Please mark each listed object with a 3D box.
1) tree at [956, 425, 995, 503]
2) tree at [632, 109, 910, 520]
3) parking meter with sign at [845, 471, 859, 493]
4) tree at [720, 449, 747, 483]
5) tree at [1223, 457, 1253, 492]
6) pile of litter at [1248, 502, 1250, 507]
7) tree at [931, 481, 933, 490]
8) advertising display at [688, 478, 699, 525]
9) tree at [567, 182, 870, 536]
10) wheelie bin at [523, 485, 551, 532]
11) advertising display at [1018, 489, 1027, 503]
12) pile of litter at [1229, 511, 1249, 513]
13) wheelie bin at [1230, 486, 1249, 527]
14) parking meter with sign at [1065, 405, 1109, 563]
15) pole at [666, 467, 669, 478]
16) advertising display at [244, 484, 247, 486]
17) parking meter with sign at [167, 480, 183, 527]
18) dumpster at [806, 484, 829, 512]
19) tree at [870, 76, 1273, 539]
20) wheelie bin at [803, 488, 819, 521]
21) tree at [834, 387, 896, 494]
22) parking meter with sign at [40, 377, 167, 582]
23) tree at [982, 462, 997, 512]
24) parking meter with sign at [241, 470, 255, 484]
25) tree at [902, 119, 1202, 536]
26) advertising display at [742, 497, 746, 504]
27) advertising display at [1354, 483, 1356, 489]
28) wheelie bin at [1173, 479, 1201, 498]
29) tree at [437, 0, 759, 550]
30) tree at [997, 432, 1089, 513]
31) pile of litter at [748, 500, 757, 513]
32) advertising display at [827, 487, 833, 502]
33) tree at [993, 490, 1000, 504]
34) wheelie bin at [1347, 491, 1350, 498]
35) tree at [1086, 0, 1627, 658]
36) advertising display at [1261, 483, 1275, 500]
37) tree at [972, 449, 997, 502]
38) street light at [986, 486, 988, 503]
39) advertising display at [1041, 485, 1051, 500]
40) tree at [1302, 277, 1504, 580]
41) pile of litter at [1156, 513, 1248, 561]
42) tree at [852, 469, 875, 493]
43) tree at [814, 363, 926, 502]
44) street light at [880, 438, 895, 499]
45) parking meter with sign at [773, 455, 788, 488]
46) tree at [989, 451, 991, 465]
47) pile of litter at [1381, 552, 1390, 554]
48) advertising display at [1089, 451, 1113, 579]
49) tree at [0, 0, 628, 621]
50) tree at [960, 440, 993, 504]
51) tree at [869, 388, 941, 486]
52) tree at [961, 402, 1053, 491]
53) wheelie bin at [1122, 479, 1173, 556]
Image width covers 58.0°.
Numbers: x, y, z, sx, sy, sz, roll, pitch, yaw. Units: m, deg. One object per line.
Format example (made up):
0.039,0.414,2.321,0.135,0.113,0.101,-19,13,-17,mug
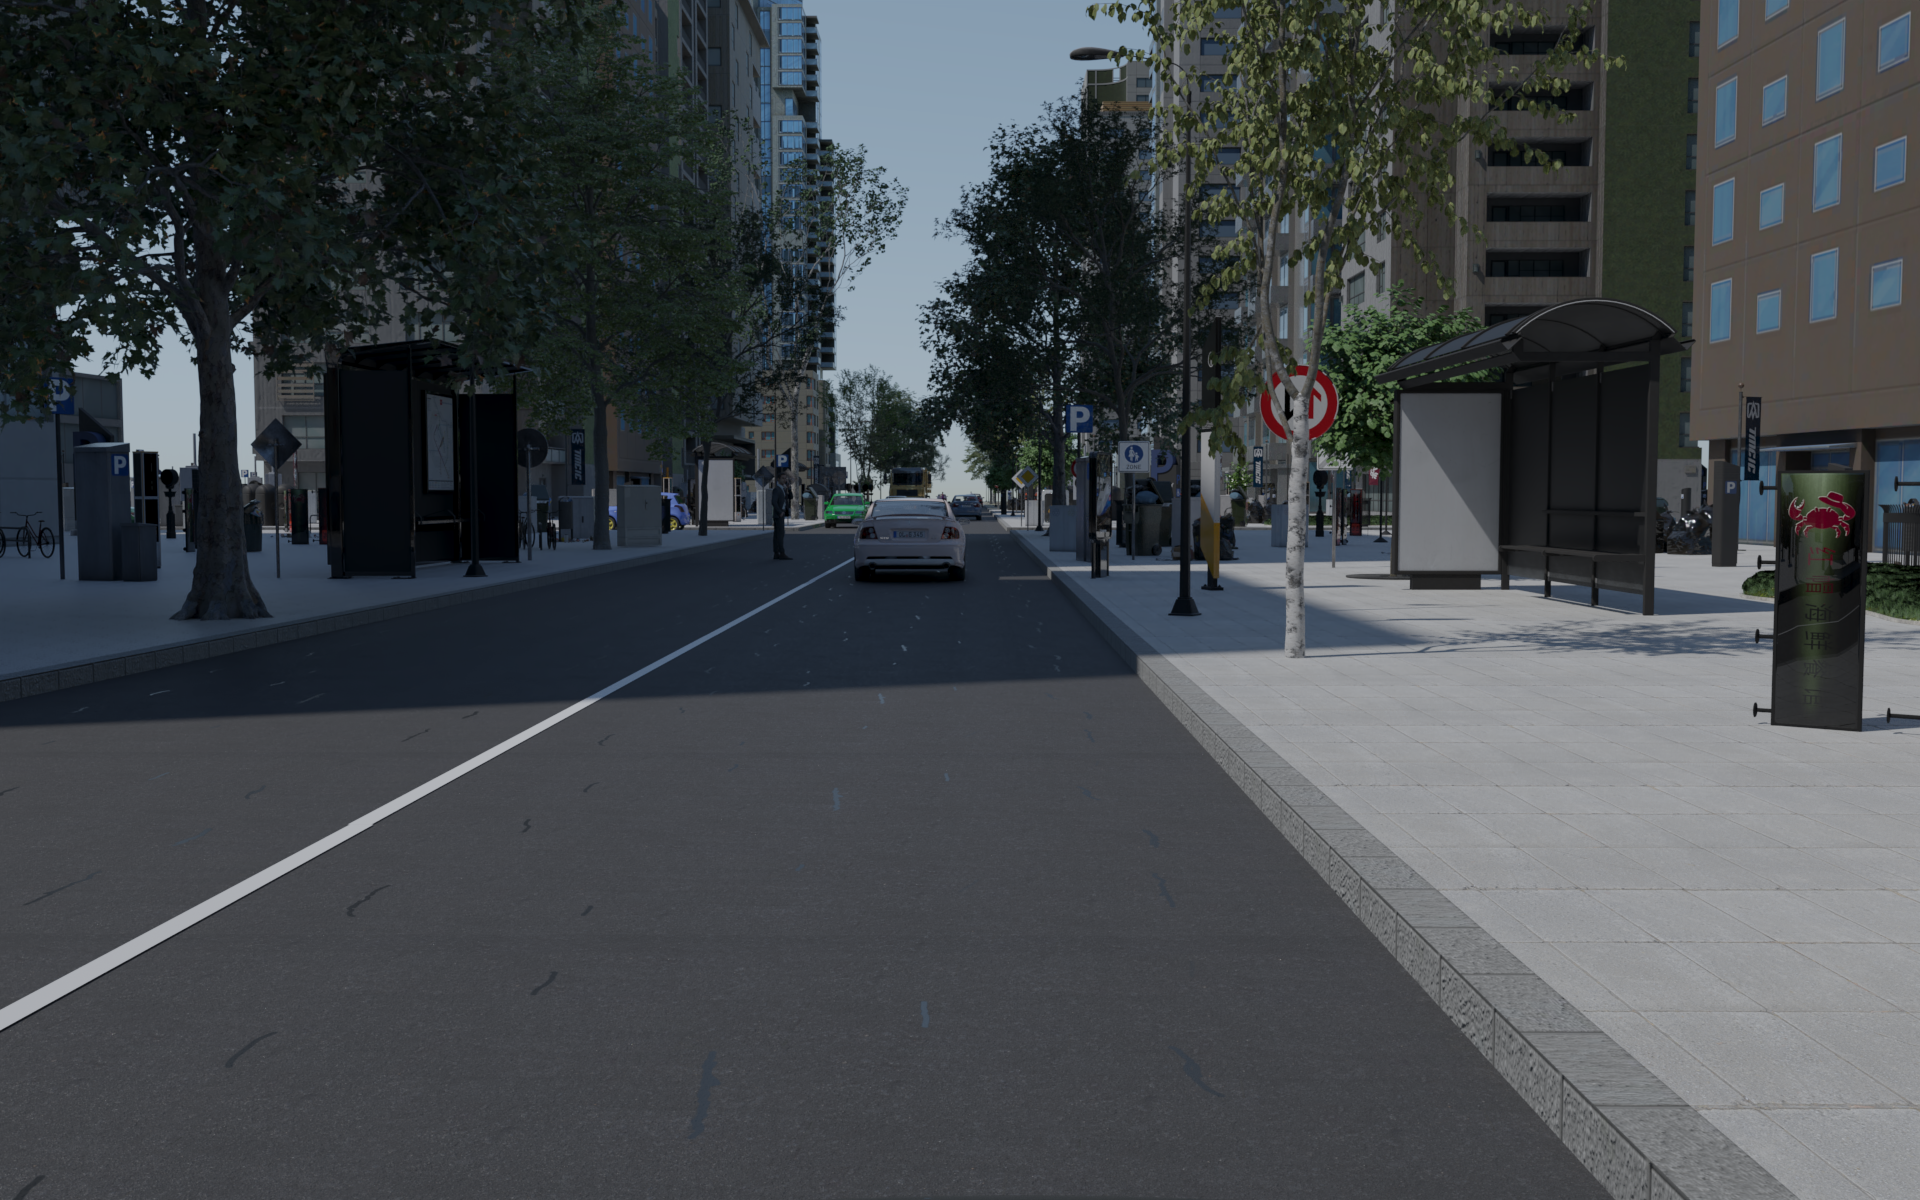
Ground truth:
4.626,-23.750,244.199,12.611,20.169,13.585,0,3,0,tree
-9.655,-14.131,86.923,12.611,20.169,13.585,0,3,0,tree
-8.118,-8.364,133.015,1.738,3.016,0.543,2,4,32,parking meter with sign
-17.142,-8.666,125.396,4.285,4.588,4.351,0,3,0,tree
14.095,-5.694,87.703,1.663,3.219,1.824,0,3,0,tree
17.891,-5.765,108.229,1.719,0.858,1.176,1,4,18,pile of litter
-6.194,-18.992,294.233,4.285,4.588,4.351,0,3,0,tree
-10.970,-4.054,71.494,0.123,1.923,0.974,1,4,17,advertising display
-7.842,-7.226,52.557,8.767,10.594,7.601,-1,4,-14,tree
-14.190,-3.060,57.938,0.980,1.594,0.693,-3,5,-39,wheelie bin
4.961,-8.053,136.878,0.974,1.923,0.123,-3,4,-38,advertising display
5.980,-1.627,40.563,1.176,0.858,1.719,1,4,20,pile of litter
10.876,-3.645,67.496,0.693,1.594,0.980,1,4,18,wheelie bin
2.477,-2.253,33.101,0.543,3.016,1.738,-1,4,-11,parking meter with sign
-22.361,-8.472,132.353,0.158,3.312,0.155,0,3,0,pole
-44.105,-6.181,106.281,0.974,1.923,0.123,2,4,26,advertising display
-31.163,-4.368,67.685,1.738,3.016,0.543,0,4,-3,parking meter with sign
-7.982,-5.562,96.692,1.264,1.857,1.865,0,4,0,dumpster
3.608,-6.396,38.984,7.601,10.594,8.767,2,4,30,tree
-7.252,-4.660,84.102,0.693,1.594,0.980,1,4,8,wheelie bin
-6.701,-10.232,117.655,4.360,8.622,3.978,0,3,0,tree
-12.705,-1.798,25.653,1.738,3.016,0.543,1,4,20,parking meter with sign
4.290,-8.318,119.707,4.285,4.588,4.351,0,3,0,tree
-56.086,-8.594,136.764,0.543,3.016,1.738,-3,5,-45,parking meter with sign
2.920,-8.287,52.498,9.611,12.733,9.660,0,3,0,tree
-17.803,-8.380,142.227,0.123,1.923,0.974,-3,5,-43,advertising display
23.086,-5.824,100.437,0.974,1.923,0.123,-2,4,-34,advertising display
5.158,-1.802,37.370,0.693,1.594,0.980,-3,5,-42,wheelie bin
-8.697,-7.442,39.801,7.486,12.596,7.792,0,3,0,tree
3.986,-5.606,75.364,4.285,4.588,4.351,0,3,0,tree
-13.980,-6.385,118.358,1.719,0.858,1.176,0,4,3,pile of litter
-8.376,-6.490,111.324,0.123,1.923,0.974,-1,4,-23,advertising display
4.820,-14.633,233.842,1.663,3.219,1.824,0,3,0,tree
24.451,-6.093,107.535,0.693,1.594,0.980,3,5,40,wheelie bin
2.802,-3.861,13.498,4.737,8.622,4.395,0,3,0,tree
17.912,-5.847,100.817,0.974,1.923,0.123,-2,4,-30,advertising display
5.687,-21.614,279.141,9.928,11.665,9.643,0,3,0,tree
2.847,-10.418,142.880,1.470,5.913,1.316,0,4,0,street light
4.513,-5.298,91.834,0.123,1.923,0.974,-2,4,-31,advertising display
6.579,-2.608,26.350,4.285,4.588,4.351,0,3,0,tree
4.604,-1.204,33.649,1.719,0.858,1.176,0,4,2,pile of litter
-7.421,-8.284,130.040,1.663,3.219,1.824,0,3,0,tree
-7.539,-13.036,138.898,9.928,11.665,9.643,0,3,0,tree
-6.080,-10.522,144.581,1.470,5.913,1.316,0,4,0,street light
-8.079,-4.960,77.361,0.543,3.016,1.738,-1,4,-16,parking meter with sign
4.936,-15.194,198.783,4.360,8.622,3.978,0,3,0,tree
9.856,-1.433,37.392,1.719,0.858,1.176,-1,4,-11,pile of litter
2.161,-1.309,26.615,0.123,1.923,0.974,1,4,19,advertising display
-7.767,-6.164,17.791,9.611,12.733,9.660,0,3,0,tree
3.942,-18.969,228.265,7.486,12.596,7.792,0,3,0,tree
-6.606,-18.202,204.260,9.857,13.997,8.962,0,3,0,tree
4.634,-15.279,160.188,12.009,13.543,11.850,0,3,0,tree
3.807,-1.724,36.090,0.693,1.594,0.980,-2,4,-31,wheelie bin
